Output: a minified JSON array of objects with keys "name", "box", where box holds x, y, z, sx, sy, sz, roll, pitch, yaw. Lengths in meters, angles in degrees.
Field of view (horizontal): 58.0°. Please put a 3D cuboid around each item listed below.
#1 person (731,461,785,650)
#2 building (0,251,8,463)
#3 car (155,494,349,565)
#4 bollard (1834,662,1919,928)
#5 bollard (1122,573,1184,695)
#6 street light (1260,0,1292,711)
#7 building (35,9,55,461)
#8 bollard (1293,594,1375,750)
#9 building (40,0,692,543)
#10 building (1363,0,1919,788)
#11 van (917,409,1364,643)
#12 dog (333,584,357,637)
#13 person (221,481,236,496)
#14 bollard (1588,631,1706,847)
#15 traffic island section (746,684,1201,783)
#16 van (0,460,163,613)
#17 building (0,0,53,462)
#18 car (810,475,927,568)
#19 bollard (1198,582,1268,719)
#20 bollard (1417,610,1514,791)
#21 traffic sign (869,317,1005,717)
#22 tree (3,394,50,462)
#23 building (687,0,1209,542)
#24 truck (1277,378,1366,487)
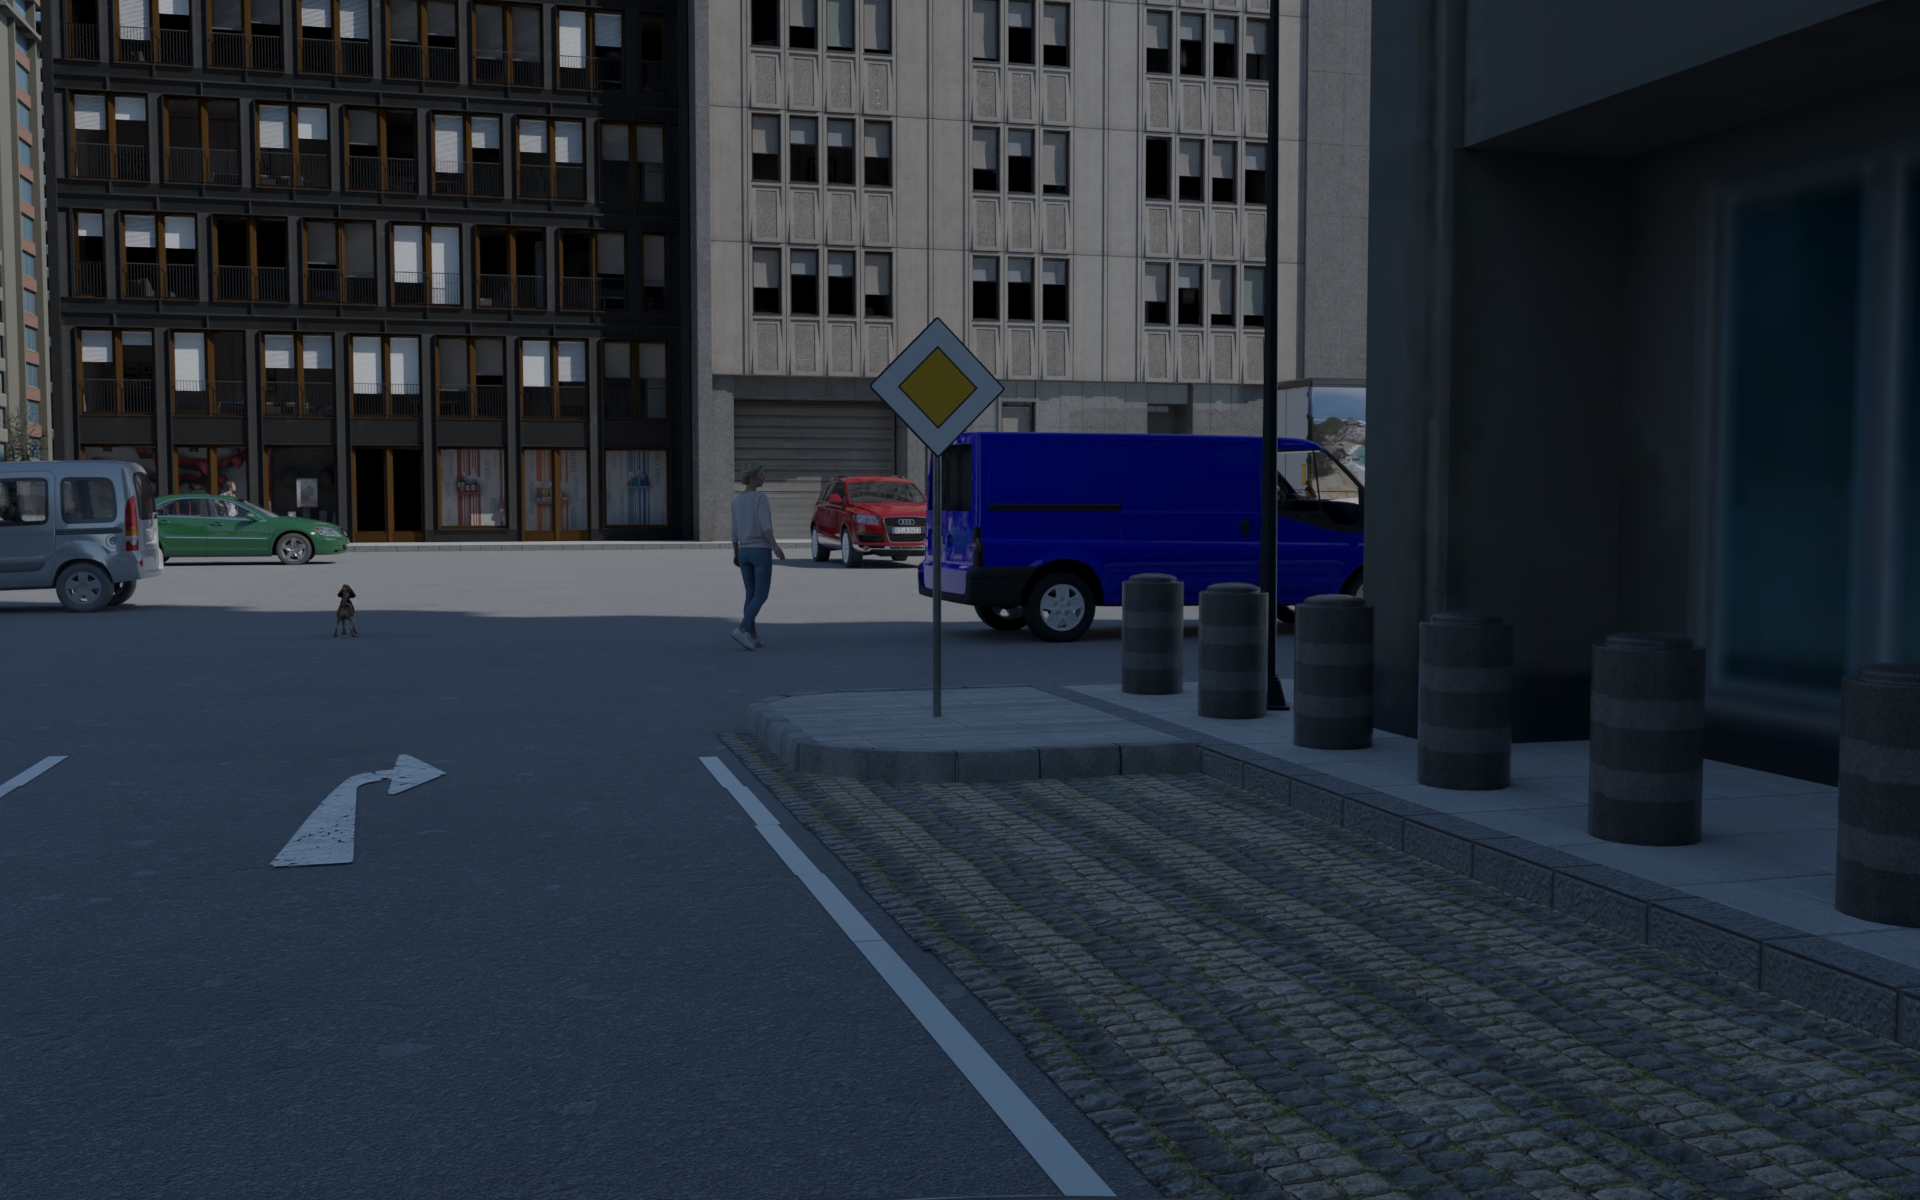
[{"name":"person","box":[-1.916,-0.418,16.014,0.731,1.740,0.598,2,4,29]},{"name":"building","box":[-77.498,-15.950,105.814,27.650,21.520,28.899,-1,4,-15]},{"name":"car","box":[-15.043,-1.435,35.262,4.920,1.459,2.131,-1,4,-16]},{"name":"bollard","box":[2.897,0.577,5.276,0.404,0.777,0.398,0,3,0]},{"name":"bollard","box":[1.247,0.214,11.222,0.404,0.777,0.398,0,3,0]},{"name":"street light","box":[1.322,-2.297,10.091,1.470,5.913,1.316,-1,4,-15]},{"name":"building","box":[-100.123,-54.045,196.309,31.000,86.520,22.319,-1,4,-15]},{"name":"bollard","box":[1.909,0.359,8.845,0.404,0.777,0.398,0,3,0]},{"name":"building","box":[-16.629,-13.517,50.675,15.834,23.373,12.332,-1,4,-15]},{"name":"building","box":[15.295,-23.069,0.877,21.300,48.544,21.600,-1,4,-15]},{"name":"van","box":[2.288,-0.831,17.965,5.245,2.365,2.240,-1,4,-17]},{"name":"dog","box":[-6.224,0.107,17.530,0.540,0.507,0.406,2,4,35]},{"name":"person","box":[-17.110,-1.912,40.491,0.376,1.734,0.841,1,4,11]},{"name":"bollard","box":[2.567,0.504,6.475,0.404,0.777,0.398,0,3,0]},{"name":"traffic island section","box":[-0.114,0.751,10.009,2.009,0.180,2.903,-1,4,-15]},{"name":"van","box":[-12.081,-0.871,21.258,4.112,2.044,2.013,-1,4,-15]},{"name":"building","box":[-87.357,-29.521,137.287,28.867,44.769,22.147,-1,4,-15]},{"name":"car","box":[-1.721,-1.642,35.516,2.281,1.827,5.304,-1,4,-16]},{"name":"bollard","box":[1.580,0.287,10.030,0.404,0.777,0.398,0,3,0]},{"name":"bollard","box":[2.234,0.432,7.659,0.404,0.777,0.398,0,3,0]},{"name":"traffic sign","box":[-0.134,-0.384,9.926,0.795,2.450,0.064,-1,4,-15]},{"name":"tree","box":[-69.460,-10.841,127.614,4.360,8.622,3.978,0,3,0]},{"name":"building","box":[1.013,-14.428,53.926,19.932,24.808,12.078,-1,4,-15]},{"name":"truck","box":[13.396,-3.397,44.462,11.283,4.237,2.839,-1,4,-17]}]
